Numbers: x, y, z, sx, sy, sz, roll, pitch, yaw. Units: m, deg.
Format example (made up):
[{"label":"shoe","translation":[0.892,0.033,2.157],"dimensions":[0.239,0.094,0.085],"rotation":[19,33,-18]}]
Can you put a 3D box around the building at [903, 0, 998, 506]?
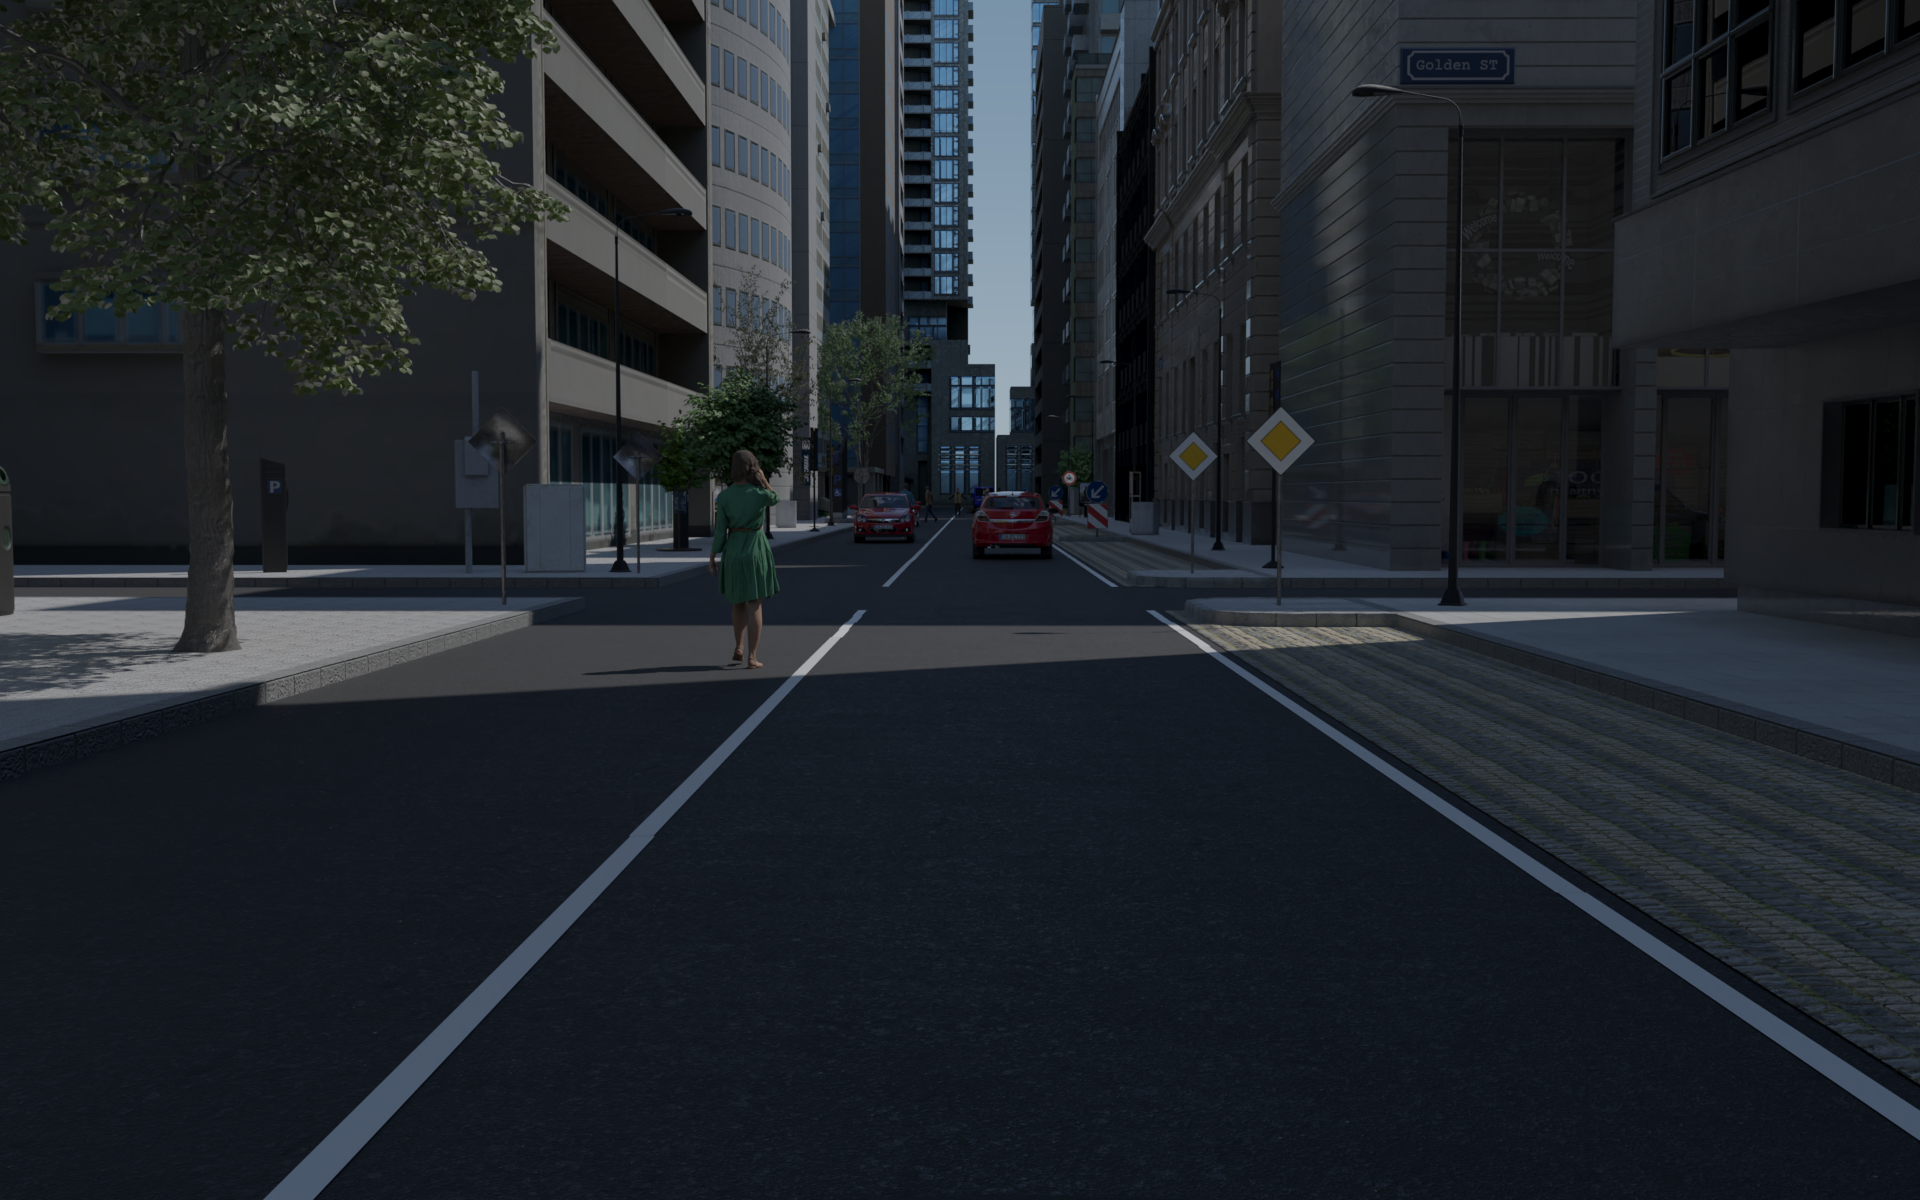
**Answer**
[{"label":"building","translation":[-11.558,-54.089,197.029],"dimensions":[31.000,86.520,22.319],"rotation":[0,4,1]}]

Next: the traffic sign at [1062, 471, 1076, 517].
[{"label":"traffic sign","translation":[6.093,-5.901,96.592],"dimensions":[0.768,2.556,0.104],"rotation":[0,4,3]}]

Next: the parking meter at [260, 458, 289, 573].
[{"label":"parking meter","translation":[-11.209,-1.384,28.342],"dimensions":[0.399,1.863,0.255],"rotation":[-2,4,-30]}]

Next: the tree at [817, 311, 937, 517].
[{"label":"tree","translation":[-5.400,-10.457,96.732],"dimensions":[9.928,11.665,9.643],"rotation":[0,3,0]}]

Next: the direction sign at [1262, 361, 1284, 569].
[{"label":"direction sign","translation":[5.419,-2.317,29.875],"dimensions":[0.379,3.537,0.876],"rotation":[0,4,-1]}]

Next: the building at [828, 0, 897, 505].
[{"label":"building","translation":[-13.105,-30.452,148.002],"dimensions":[14.600,45.320,14.200],"rotation":[0,4,1]}]

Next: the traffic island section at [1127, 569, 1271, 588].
[{"label":"traffic island section","translation":[3.769,-0.347,27.950],"dimensions":[2.009,0.180,2.903],"rotation":[0,4,1]}]

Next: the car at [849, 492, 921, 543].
[{"label":"car","translation":[-2.249,-2.641,52.214],"dimensions":[2.155,1.783,4.494],"rotation":[0,4,-1]}]

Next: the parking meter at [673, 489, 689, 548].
[{"label":"parking meter","translation":[-6.654,-2.009,41.265],"dimensions":[0.372,1.533,0.369],"rotation":[0,3,0]}]

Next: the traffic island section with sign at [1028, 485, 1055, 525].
[{"label":"traffic island section with sign","translation":[4.263,-4.344,79.658],"dimensions":[1.989,1.847,2.006],"rotation":[0,4,1]}]

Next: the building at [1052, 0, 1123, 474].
[{"label":"building","translation":[19.792,-31.815,139.791],"dimensions":[23.786,49.044,30.456],"rotation":[0,4,1]}]

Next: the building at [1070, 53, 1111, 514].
[{"label":"building","translation":[14.417,-21.138,117.313],"dimensions":[14.160,30.474,14.107],"rotation":[0,4,1]}]

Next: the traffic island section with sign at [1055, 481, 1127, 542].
[{"label":"traffic island section with sign","translation":[4.010,-2.686,52.547],"dimensions":[1.989,1.847,2.006],"rotation":[0,4,1]}]

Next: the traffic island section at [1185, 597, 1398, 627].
[{"label":"traffic island section","translation":[3.693,0.142,19.965],"dimensions":[2.009,0.180,2.903],"rotation":[0,4,1]}]

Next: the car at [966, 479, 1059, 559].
[{"label":"car","translation":[1.206,-1.877,39.729],"dimensions":[2.155,1.783,4.494],"rotation":[0,4,2]}]

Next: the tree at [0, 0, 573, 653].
[{"label":"tree","translation":[-6.386,-5.876,14.194],"dimensions":[7.486,12.596,7.792],"rotation":[0,3,0]}]

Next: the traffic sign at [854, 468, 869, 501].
[{"label":"traffic sign","translation":[-4.764,-5.120,83.823],"dimensions":[0.768,2.556,0.104],"rotation":[0,4,4]}]

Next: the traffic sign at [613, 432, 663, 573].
[{"label":"traffic sign","translation":[-5.199,-1.488,27.977],"dimensions":[0.795,2.450,0.064],"rotation":[0,4,1]}]

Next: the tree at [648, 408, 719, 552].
[{"label":"tree","translation":[-6.294,-2.708,38.883],"dimensions":[1.663,3.219,1.824],"rotation":[0,3,0]}]

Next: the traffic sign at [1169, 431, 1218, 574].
[{"label":"traffic sign","translation":[3.745,-1.482,27.873],"dimensions":[0.795,2.450,0.064],"rotation":[0,4,1]}]

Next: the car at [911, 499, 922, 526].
[{"label":"car","translation":[-2.728,-4.063,75.467],"dimensions":[2.155,1.783,4.494],"rotation":[0,4,1]}]

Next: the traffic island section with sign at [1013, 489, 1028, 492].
[{"label":"traffic island section with sign","translation":[4.988,-9.061,156.781],"dimensions":[1.989,1.847,2.006],"rotation":[0,4,1]}]

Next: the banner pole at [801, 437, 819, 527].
[{"label":"banner pole","translation":[-5.840,-4.720,67.184],"dimensions":[0.863,3.779,0.401],"rotation":[-3,5,-44]}]

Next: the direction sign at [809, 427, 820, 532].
[{"label":"direction sign","translation":[-4.967,-4.101,59.053],"dimensions":[0.379,3.537,0.876],"rotation":[1,4,11]}]

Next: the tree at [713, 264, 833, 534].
[{"label":"tree","translation":[-6.206,-6.418,55.304],"dimensions":[4.360,8.622,3.978],"rotation":[0,3,0]}]

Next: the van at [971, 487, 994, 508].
[{"label":"van","translation":[2.079,-8.875,149.486],"dimensions":[2.240,2.365,5.245],"rotation":[0,3,0]}]

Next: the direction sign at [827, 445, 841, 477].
[{"label":"direction sign","translation":[-5.666,-5.338,79.273],"dimensions":[0.876,3.537,0.379],"rotation":[1,4,9]}]

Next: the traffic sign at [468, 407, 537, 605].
[{"label":"traffic sign","translation":[-5.274,-1.000,19.992],"dimensions":[0.795,2.450,0.064],"rotation":[0,4,1]}]

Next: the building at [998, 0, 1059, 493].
[{"label":"building","translation":[19.638,-54.036,196.166],"dimensions":[31.000,86.520,22.319],"rotation":[0,4,1]}]

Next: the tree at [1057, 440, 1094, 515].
[{"label":"tree","translation":[7.449,-7.505,106.416],"dimensions":[4.285,4.588,4.351],"rotation":[0,3,0]}]

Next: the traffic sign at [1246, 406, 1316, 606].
[{"label":"traffic sign","translation":[3.670,-0.994,19.888],"dimensions":[0.795,2.450,0.064],"rotation":[0,4,1]}]

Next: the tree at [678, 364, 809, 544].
[{"label":"tree","translation":[-5.511,-3.678,43.854],"dimensions":[4.285,4.588,4.351],"rotation":[0,3,0]}]

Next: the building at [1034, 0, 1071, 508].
[{"label":"building","translation":[18.207,-33.203,166.575],"dimensions":[21.300,48.544,21.600],"rotation":[0,4,1]}]

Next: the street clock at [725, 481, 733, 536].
[{"label":"street clock","translation":[-6.864,-2.900,51.986],"dimensions":[0.471,2.002,0.358],"rotation":[-2,4,-26]}]
